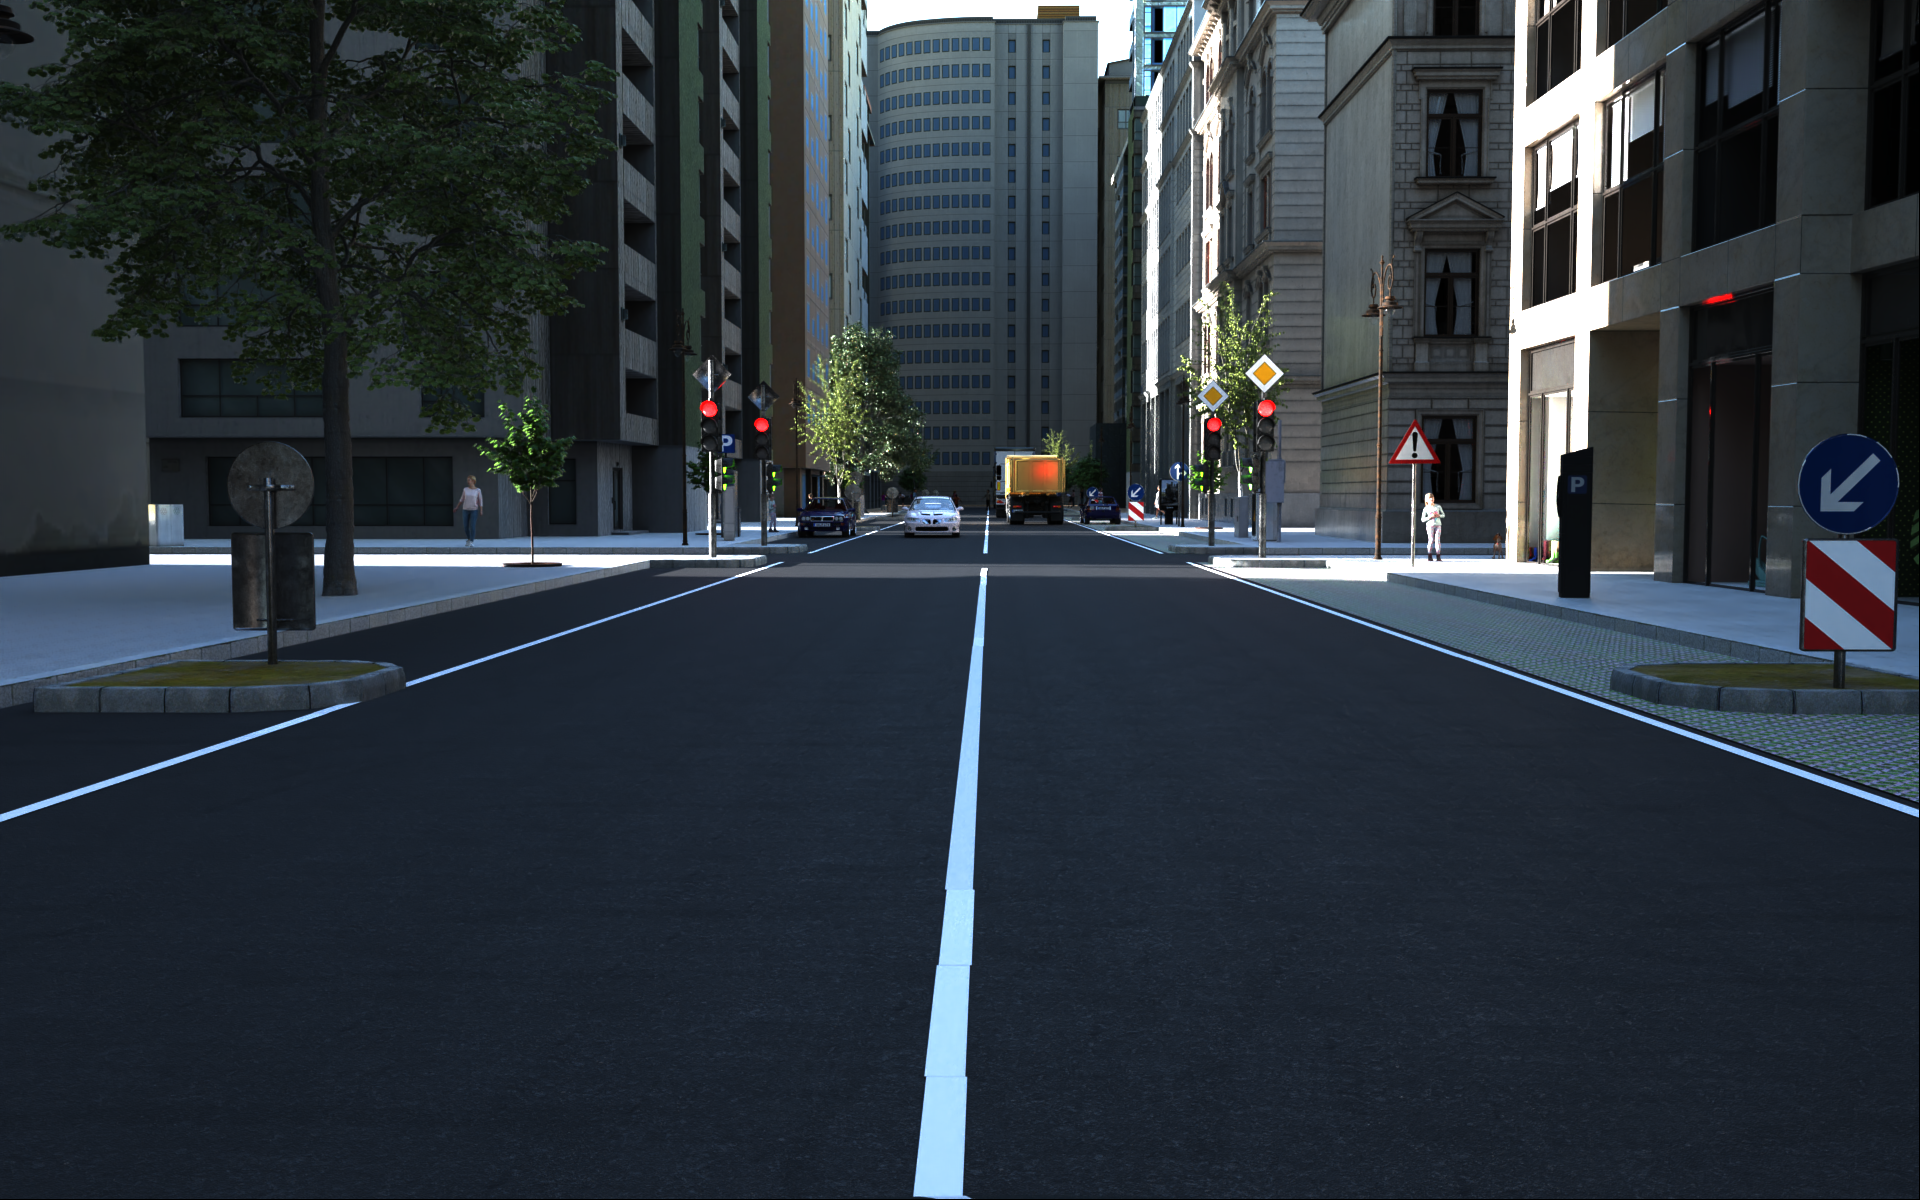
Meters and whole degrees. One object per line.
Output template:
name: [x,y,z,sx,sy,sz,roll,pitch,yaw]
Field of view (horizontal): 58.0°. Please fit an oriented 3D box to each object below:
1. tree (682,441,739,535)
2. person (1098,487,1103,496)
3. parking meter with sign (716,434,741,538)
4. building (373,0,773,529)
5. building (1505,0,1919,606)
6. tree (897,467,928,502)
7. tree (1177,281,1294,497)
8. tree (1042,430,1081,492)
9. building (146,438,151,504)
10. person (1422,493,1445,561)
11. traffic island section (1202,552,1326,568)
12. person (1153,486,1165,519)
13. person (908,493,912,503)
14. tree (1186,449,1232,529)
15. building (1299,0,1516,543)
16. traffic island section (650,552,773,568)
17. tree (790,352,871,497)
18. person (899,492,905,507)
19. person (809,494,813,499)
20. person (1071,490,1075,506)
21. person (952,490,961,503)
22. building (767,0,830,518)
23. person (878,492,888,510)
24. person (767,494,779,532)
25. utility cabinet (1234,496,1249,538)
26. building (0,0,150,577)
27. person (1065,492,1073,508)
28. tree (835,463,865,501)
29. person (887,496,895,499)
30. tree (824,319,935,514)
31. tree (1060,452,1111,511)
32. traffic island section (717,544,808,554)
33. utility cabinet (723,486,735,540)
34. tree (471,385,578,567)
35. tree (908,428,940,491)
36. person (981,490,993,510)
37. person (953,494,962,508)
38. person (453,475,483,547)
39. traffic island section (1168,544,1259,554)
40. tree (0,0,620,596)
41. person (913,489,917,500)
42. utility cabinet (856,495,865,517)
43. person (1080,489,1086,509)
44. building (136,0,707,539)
tree: [-7.964,-3.662,54.480,1.663,3.219,1.824,0,3,0]
person: [9.320,-6.645,115.520,0.643,1.720,0.563,-3,5,-40]
parking meter with sign: [-6.807,-3.364,51.256,0.543,3.016,1.738,0,4,0]
building: [-16.202,-18.644,76.527,14.160,30.474,14.107,0,4,1]
building: [19.718,-12.881,15.124,19.350,26.468,34.151,0,4,1]
tree: [-5.141,-12.470,187.604,4.285,4.588,4.351,0,3,0]
tree: [9.561,-6.656,59.193,4.737,8.622,4.395,0,3,0]
tree: [11.211,-14.988,195.422,4.737,8.622,4.395,0,3,0]
building: [-32.068,-22.646,53.856,14.086,41.232,14.154,0,4,1]
person: [9.102,-1.401,33.232,0.425,1.301,0.394,-1,4,-11]
traffic island section: [6.113,-0.772,34.908,2.009,0.180,2.903,0,4,1]
person: [10.357,-5.066,89.618,0.760,1.731,0.466,0,4,-7]
person: [-5.265,-11.094,190.650,0.991,1.433,0.599,-2,4,-31]
tree: [9.330,-4.249,64.070,1.663,3.219,1.824,0,3,0]
building: [20.192,-11.292,49.259,19.286,19.102,10.561,0,4,1]
traffic island section: [-5.027,-0.784,35.103,2.009,0.180,2.903,0,4,1]
tree: [-6.388,-8.494,89.238,4.737,8.622,4.395,0,3,0]
person: [-5.287,-9.026,156.811,0.628,1.438,0.799,0,4,-1]
person: [-7.162,-4.507,83.976,0.590,1.304,0.306,-2,4,-32]
person: [11.647,-10.539,179.064,0.721,1.736,1.217,-1,4,-15]
person: [-0.329,-8.163,142.680,0.721,1.743,1.217,-2,4,-35]
building: [-15.127,-27.503,99.782,14.600,45.320,14.200,0,4,1]
person: [-6.121,-7.880,138.104,0.991,1.433,0.599,1,4,10]
person: [-6.255,-2.918,58.028,0.394,1.301,0.425,0,4,4]
utility cabinet: [8.333,-2.457,51.334,0.306,1.237,1.020,0,4,2]
building: [-25.447,-24.216,19.631,21.600,48.544,21.300,0,4,1]
person: [10.297,-9.470,164.064,0.799,1.438,0.628,0,4,-3]
tree: [-6.451,-6.707,104.266,1.663,3.219,1.824,0,3,0]
person: [-5.736,-8.456,144.857,0.434,1.755,0.990,3,5,43]
tree: [-6.374,-12.023,113.585,9.611,12.733,9.660,0,3,0]
tree: [9.955,-9.133,133.030,4.285,4.588,4.351,0,3,0]
traffic island section: [-4.890,-1.273,43.087,2.009,0.180,2.903,0,4,1]
utility cabinet: [-6.433,-2.411,48.092,0.318,1.500,1.173,-1,4,-9]
tree: [-7.503,-2.205,30.657,1.663,3.219,1.824,0,3,0]
tree: [-4.534,-14.129,181.370,4.737,8.622,4.395,0,3,0]
person: [2.436,-8.740,151.407,1.348,1.823,0.705,3,5,42]
person: [-0.292,-7.340,131.765,1.065,1.426,0.557,-1,4,-23]
person: [-12.019,-2.180,42.352,0.731,1.740,0.598,0,4,-7]
traffic island section: [6.249,-1.261,42.892,2.009,0.180,2.903,0,4,1]
tree: [-8.271,-6.342,21.820,7.486,12.596,7.792,0,3,0]
person: [-3.312,-7.354,128.730,0.705,1.826,1.348,1,4,8]
utility cabinet: [-5.673,-5.296,97.748,0.306,1.237,1.020,1,4,13]
person: [10.873,-9.042,153.887,0.705,1.822,1.348,2,4,24]
building: [-16.204,-17.294,54.457,14.160,30.474,14.107,0,4,1]
